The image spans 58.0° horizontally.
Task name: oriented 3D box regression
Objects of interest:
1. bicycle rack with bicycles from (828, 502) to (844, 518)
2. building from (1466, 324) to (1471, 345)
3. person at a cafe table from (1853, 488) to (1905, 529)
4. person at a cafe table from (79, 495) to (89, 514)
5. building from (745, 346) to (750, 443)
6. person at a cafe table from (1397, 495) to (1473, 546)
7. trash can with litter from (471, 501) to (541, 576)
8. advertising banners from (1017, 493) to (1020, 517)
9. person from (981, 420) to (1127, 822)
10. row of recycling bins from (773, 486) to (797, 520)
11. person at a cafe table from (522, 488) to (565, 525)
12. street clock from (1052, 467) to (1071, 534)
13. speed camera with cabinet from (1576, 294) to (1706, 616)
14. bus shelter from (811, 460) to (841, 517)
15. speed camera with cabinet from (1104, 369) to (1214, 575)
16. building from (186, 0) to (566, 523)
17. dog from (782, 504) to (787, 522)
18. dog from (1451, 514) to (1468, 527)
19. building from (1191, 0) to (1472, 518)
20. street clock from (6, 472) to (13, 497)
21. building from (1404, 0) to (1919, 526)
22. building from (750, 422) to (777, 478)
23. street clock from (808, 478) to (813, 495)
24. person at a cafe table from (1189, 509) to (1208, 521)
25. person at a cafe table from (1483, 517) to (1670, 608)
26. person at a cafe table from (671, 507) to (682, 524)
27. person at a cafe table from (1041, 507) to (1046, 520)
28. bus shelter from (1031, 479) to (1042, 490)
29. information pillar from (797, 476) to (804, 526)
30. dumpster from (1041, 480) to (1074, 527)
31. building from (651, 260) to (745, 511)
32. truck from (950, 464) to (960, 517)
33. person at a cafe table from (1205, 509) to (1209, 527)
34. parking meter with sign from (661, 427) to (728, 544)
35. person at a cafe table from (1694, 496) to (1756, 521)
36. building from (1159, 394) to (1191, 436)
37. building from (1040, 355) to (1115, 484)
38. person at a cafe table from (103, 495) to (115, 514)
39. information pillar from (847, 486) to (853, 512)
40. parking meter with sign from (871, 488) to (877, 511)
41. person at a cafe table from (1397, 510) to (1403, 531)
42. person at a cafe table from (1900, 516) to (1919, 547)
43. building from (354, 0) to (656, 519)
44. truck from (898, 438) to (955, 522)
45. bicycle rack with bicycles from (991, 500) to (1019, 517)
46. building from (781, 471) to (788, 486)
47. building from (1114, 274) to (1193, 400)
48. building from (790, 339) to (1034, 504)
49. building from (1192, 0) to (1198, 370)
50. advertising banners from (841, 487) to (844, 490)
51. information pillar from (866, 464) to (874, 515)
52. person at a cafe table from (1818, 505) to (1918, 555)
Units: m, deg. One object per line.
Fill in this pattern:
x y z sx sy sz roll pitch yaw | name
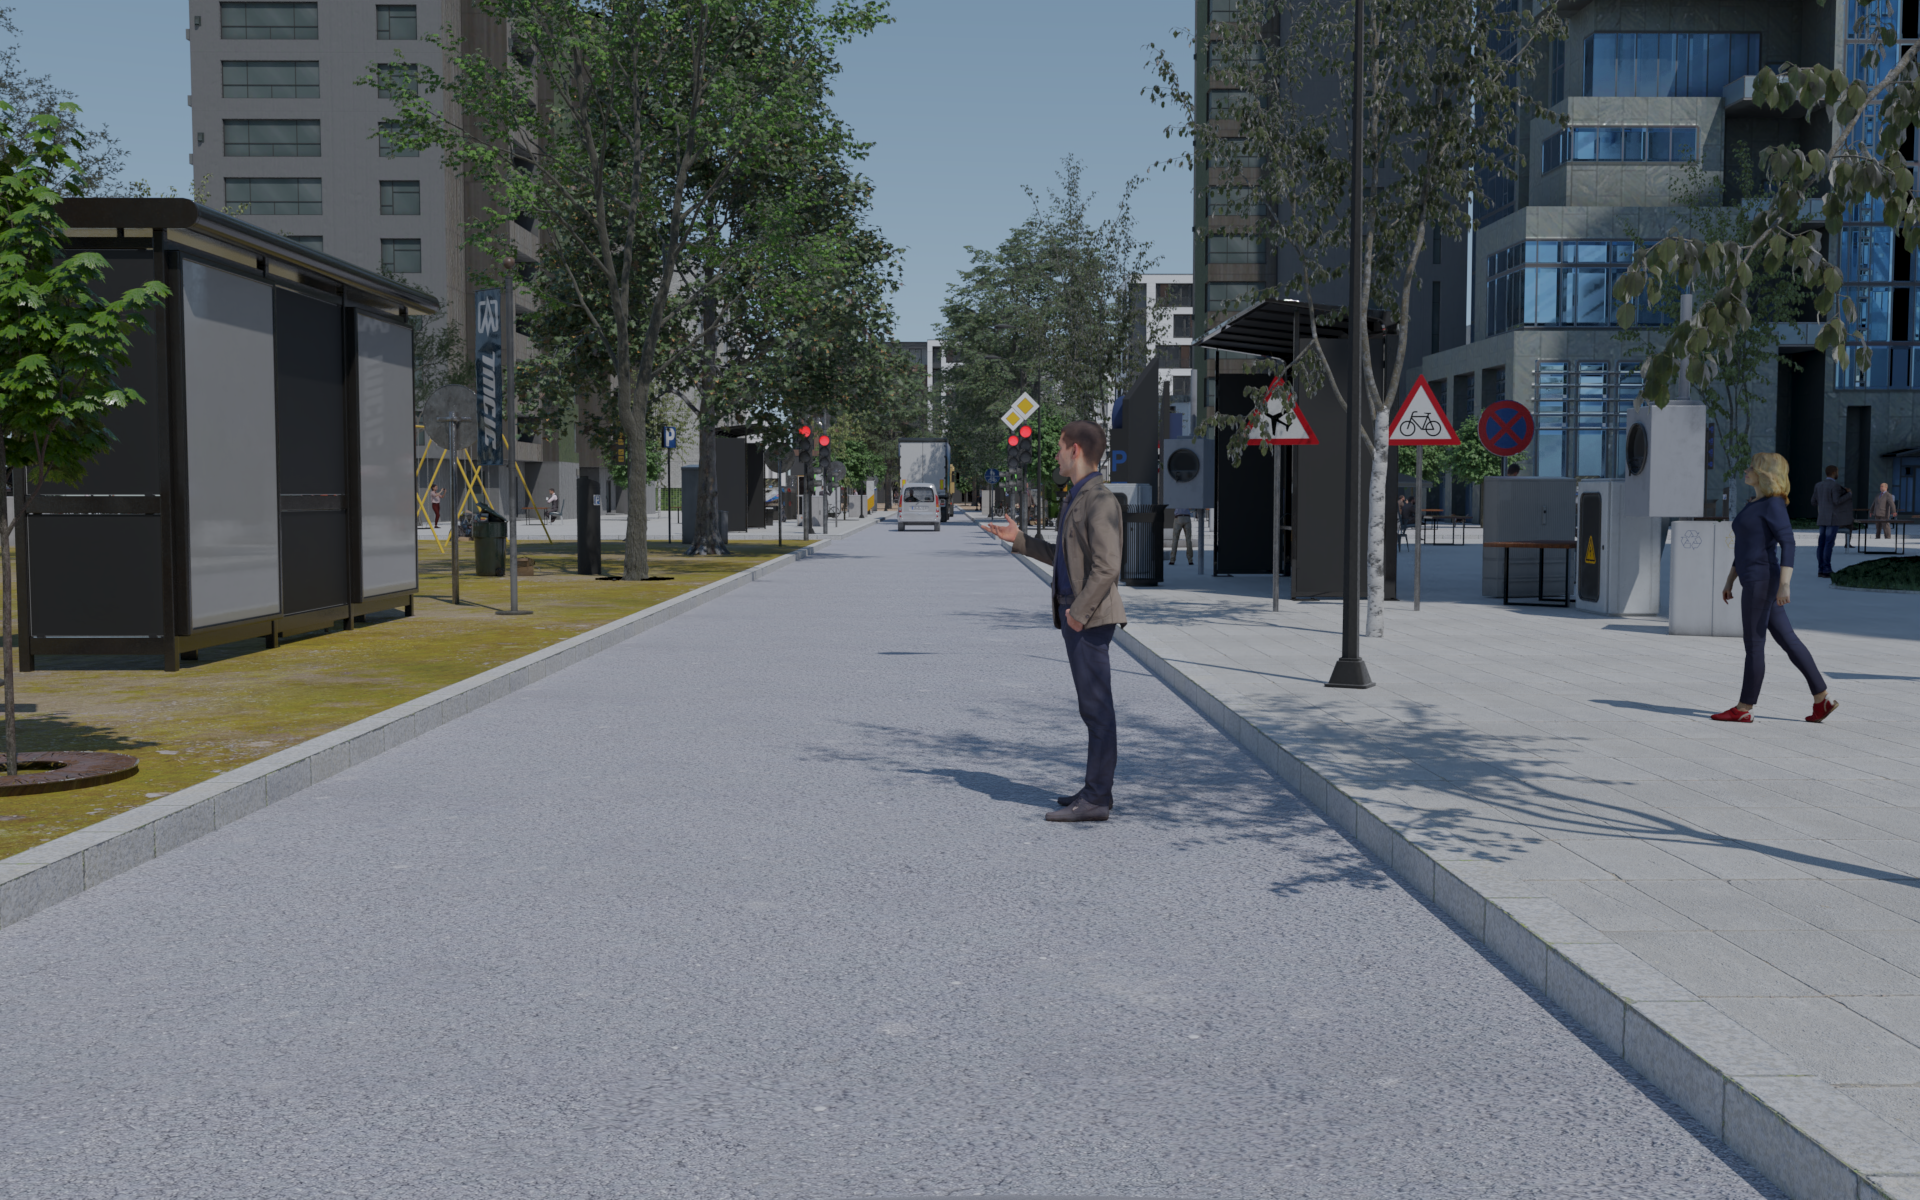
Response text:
-7.787 -4.752 91.071 2.925 0.926 2.852 0 4 -8 | bicycle rack with bicycles
61.462 -19.534 185.839 31.486 18.905 16.747 0 4 -1 | building
33.998 -3.393 63.995 1.622 1.524 1.698 -2 4 -29 | person at a cafe table
-45.958 -5.000 90.268 1.622 1.524 1.698 -2 4 -27 | person at a cafe table
-28.404 -19.062 168.079 16.016 20.091 11.380 0 4 -1 | building
11.825 -2.003 43.610 1.726 1.238 1.698 0 4 2 | person at a cafe table
-7.116 -0.964 27.156 1.055 1.170 0.624 -1 4 -13 | trash can with litter
4.115 -5.934 93.207 2.074 3.025 0.090 0 4 -5 | advertising banners
0.402 0.078 7.755 0.750 1.759 0.617 1 4 15 | person
-8.905 -4.806 85.694 1.069 1.692 3.534 1 4 12 | row of recycling bins
-17.133 -3.847 71.418 1.622 1.524 1.698 0 4 -8 | person at a cafe table
2.696 -2.535 46.019 0.471 2.002 0.358 2 4 24 | street clock
7.029 -1.445 17.958 0.660 3.252 2.038 0 4 1 | speed camera with cabinet
-7.337 -6.334 97.478 2.014 3.302 5.546 0 4 -1 | bus shelter
3.018 -2.044 27.752 2.038 3.252 0.660 2 4 27 | speed camera with cabinet
-26.831 -19.024 82.747 14.160 30.474 14.107 0 4 -1 | building
-8.140 -3.933 78.685 0.513 0.831 0.800 1 4 23 | dog
19.489 -3.104 67.587 0.540 0.507 0.406 -2 4 -26 | dog
20.120 -20.007 98.816 14.160 30.474 14.107 0 4 -1 | building
-24.265 -2.435 44.380 0.358 2.002 0.471 3 5 40 | street clock
37.234 -46.776 77.457 31.000 86.520 22.319 0 4 -1 | building
-34.675 -15.056 188.309 28.070 9.664 9.099 0 4 -1 | building
-5.760 -3.760 66.043 0.358 2.002 0.471 -2 4 -30 | street clock
11.461 -4.351 82.005 1.726 1.238 1.698 2 4 34 | person at a cafe table
7.194 -0.553 19.906 1.726 1.238 1.698 3 5 40 | person at a cafe table
-11.374 -3.924 75.014 1.698 1.238 1.726 -3 5 -41 | person at a cafe table
4.509 -3.835 73.557 1.726 1.238 1.698 3 5 44 | person at a cafe table
4.601 -7.953 107.661 2.179 5.291 8.768 0 4 -1 | bus shelter
-6.350 -3.956 69.177 0.304 2.012 0.304 -1 4 -16 | information pillar
3.947 -4.011 68.068 1.502 2.255 1.985 0 4 -1 | dumpster
-28.305 -17.118 146.343 16.747 18.905 31.486 0 4 -1 | building
-1.691 -7.081 111.692 3.469 3.379 9.791 0 4 -1 | truck
10.170 -3.515 65.987 1.698 1.524 1.622 0 4 -6 | person at a cafe table
-6.783 -2.952 44.529 1.738 3.016 0.543 2 4 24 | parking meter with sign
18.678 -1.893 41.813 1.698 1.238 1.726 -3 5 -41 | person at a cafe table
20.015 -12.531 147.032 9.099 9.664 28.070 0 4 -1 | building
15.450 -23.249 236.533 11.380 20.091 16.016 0 4 -1 | building
-52.712 -5.930 107.808 1.698 1.238 1.726 -1 4 -21 | person at a cafe table
-7.858 -7.296 123.781 0.304 2.012 0.304 3 4 38 | information pillar
-6.376 -8.078 128.340 0.543 3.016 1.738 0 4 -4 | parking meter with sign
14.789 -3.199 60.813 1.698 1.524 1.622 -2 4 -30 | person at a cafe table
25.406 -2.055 44.453 1.698 1.238 1.726 1 4 13 | person at a cafe table
-26.741 -20.374 104.816 14.160 30.474 14.107 0 4 -1 | building
-1.782 -6.308 92.049 2.839 4.237 11.283 0 4 1 | truck
2.779 -5.105 96.851 2.852 0.926 2.925 3 5 44 | bicycle rack with bicycles
-37.328 -17.760 232.523 28.070 9.664 9.099 0 4 -1 | building
29.463 -20.373 177.077 27.936 21.610 32.646 0 4 -1 | building
-6.634 -24.383 242.632 32.646 21.610 27.936 0 4 -1 | building
24.533 -28.942 123.317 14.600 45.320 14.200 0 4 -1 | building
-8.457 -7.118 112.560 2.074 3.025 0.090 0 4 1 | advertising banners
-5.595 -7.113 107.654 0.504 3.616 0.183 -1 4 -16 | information pillar
19.446 -1.618 37.319 1.726 1.238 1.698 1 4 21 | person at a cafe table
